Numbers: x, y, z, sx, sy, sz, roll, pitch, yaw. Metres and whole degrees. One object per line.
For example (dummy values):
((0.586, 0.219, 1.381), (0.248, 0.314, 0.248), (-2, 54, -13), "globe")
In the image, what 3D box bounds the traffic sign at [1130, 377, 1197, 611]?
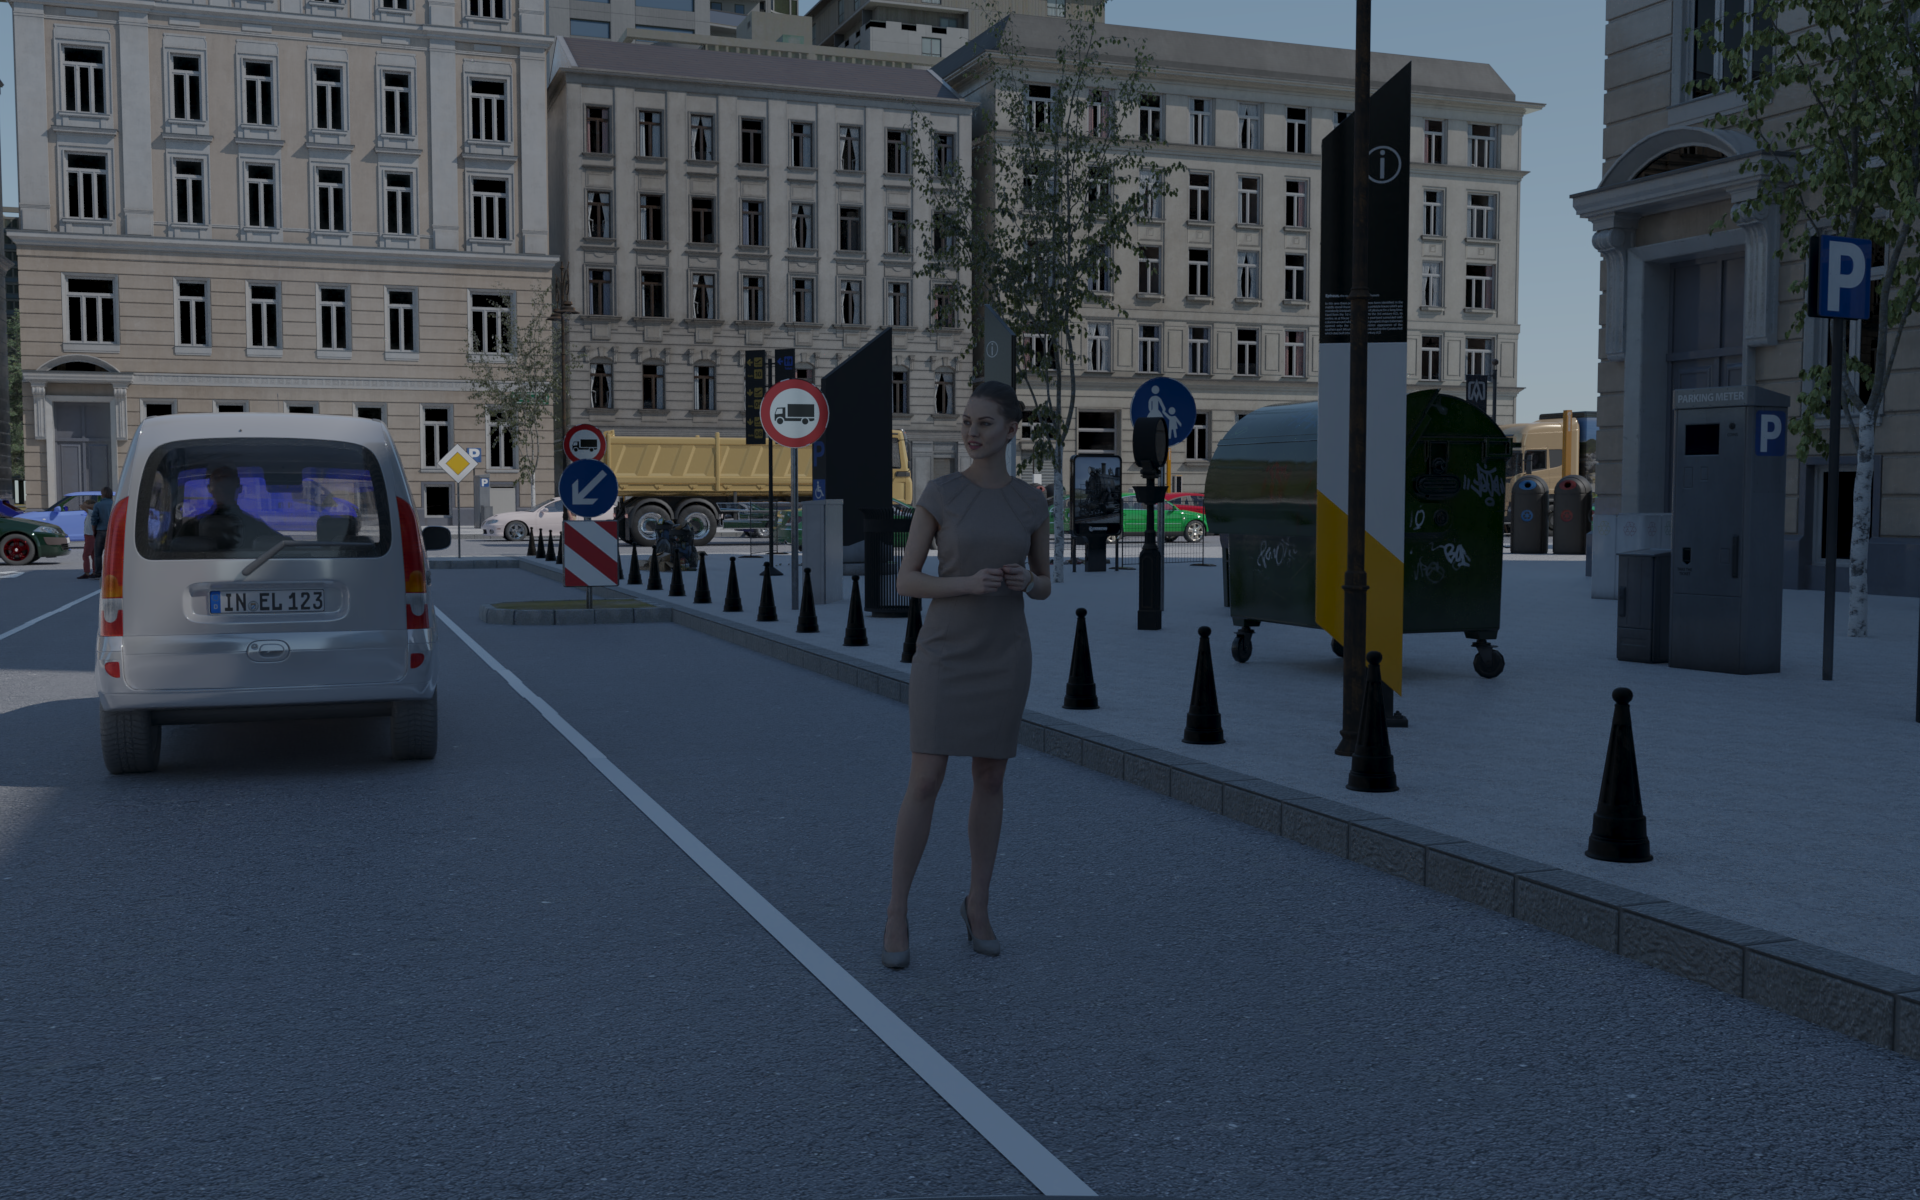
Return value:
((2.198, -1.150, 18.907), (0.768, 2.556, 0.104), (-1, 4, -14), "traffic sign")

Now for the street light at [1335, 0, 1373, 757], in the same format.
((1.939, -2.176, 8.361), (0.468, 5.910, 1.993), (-1, 4, -21), "street light")

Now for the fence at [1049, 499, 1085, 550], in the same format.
((1.769, -1.593, 37.256), (2.264, 1.192, 0.480), (0, 4, -4), "fence")

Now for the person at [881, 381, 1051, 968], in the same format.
((0.031, 0.212, 5.381), (0.599, 1.781, 0.374), (-1, 4, -15), "person")

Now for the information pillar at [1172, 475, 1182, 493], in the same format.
((8.507, -3.881, 67.948), (0.304, 2.012, 0.304), (-2, 4, -23), "information pillar")

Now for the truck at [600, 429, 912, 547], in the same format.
((-5.436, -3.263, 49.270), (9.791, 3.379, 3.469), (-1, 4, -21), "truck")

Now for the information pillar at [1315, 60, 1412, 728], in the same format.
((2.225, -1.111, 9.522), (0.504, 3.616, 0.183), (1, 4, 9), "information pillar")

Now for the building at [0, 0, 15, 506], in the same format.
((-50.072, -16.327, 64.211), (25.104, 27.353, 12.463), (-1, 4, -21), "building")

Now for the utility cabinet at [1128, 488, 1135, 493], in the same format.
((6.939, -3.484, 65.648), (1.173, 1.500, 0.318), (-2, 4, -33), "utility cabinet")

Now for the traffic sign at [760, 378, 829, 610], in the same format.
((-1.828, -1.165, 19.151), (0.768, 2.556, 0.104), (-1, 4, -12), "traffic sign")

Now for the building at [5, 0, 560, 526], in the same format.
((-27.834, -17.538, 72.643), (20.117, 28.700, 13.634), (-1, 4, -21), "building")

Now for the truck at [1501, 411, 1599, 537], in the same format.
((22.782, -4.366, 60.305), (11.283, 4.237, 2.839), (-1, 4, -19), "truck")

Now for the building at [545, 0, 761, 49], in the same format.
((-30.347, -38.172, 166.111), (21.231, 58.520, 28.212), (-1, 4, -21), "building")

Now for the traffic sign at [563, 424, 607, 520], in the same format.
((-6.795, -1.916, 31.435), (0.768, 2.556, 0.104), (-1, 4, -11), "traffic sign")

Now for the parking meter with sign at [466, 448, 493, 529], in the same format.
((-17.866, -4.182, 64.639), (0.543, 3.016, 1.738), (-2, 4, -33), "parking meter with sign")

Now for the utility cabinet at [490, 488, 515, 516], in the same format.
((-17.576, -3.509, 66.056), (1.173, 1.500, 0.318), (-1, 4, -19), "utility cabinet")

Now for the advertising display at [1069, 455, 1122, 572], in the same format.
((2.240, -1.428, 28.569), (0.974, 1.923, 0.123), (-2, 4, -30), "advertising display")

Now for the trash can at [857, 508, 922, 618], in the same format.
((-0.700, -0.396, 18.133), (0.748, 1.137, 0.748), (0, 3, 0), "trash can")

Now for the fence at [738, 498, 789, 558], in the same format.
((-4.050, -1.507, 35.839), (0.480, 1.192, 2.264), (1, 4, 8), "fence")

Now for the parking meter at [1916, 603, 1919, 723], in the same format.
((5.555, -0.075, 9.638), (0.372, 1.533, 0.369), (0, 3, 0), "parking meter")

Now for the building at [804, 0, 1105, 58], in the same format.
((-2.863, -35.878, 175.845), (27.495, 52.752, 28.713), (-1, 4, -21), "building")

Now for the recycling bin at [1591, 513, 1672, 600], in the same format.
((8.228, -0.526, 21.150), (0.722, 1.027, 0.722), (-2, 4, -35), "recycling bin")

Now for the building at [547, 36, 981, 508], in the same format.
((-9.347, -14.011, 78.228), (18.267, 20.994, 9.793), (-1, 4, -21), "building")

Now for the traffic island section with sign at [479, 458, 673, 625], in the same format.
((-4.488, -0.692, 19.948), (1.989, 1.847, 2.006), (-1, 4, -21), "traffic island section with sign")

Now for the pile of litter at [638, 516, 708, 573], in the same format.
((-4.926, -0.926, 29.105), (1.176, 0.858, 1.719), (1, 4, 10), "pile of litter")

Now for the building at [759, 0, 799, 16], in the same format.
((-32.938, -49.295, 244.221), (20.611, 71.187, 20.563), (-1, 4, -21), "building")

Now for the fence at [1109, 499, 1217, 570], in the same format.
((3.545, -1.157, 30.121), (2.264, 1.192, 0.480), (-3, 5, -41), "fence")

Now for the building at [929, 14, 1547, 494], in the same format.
((12.338, -15.649, 89.139), (30.059, 22.955, 16.112), (-1, 4, -21), "building")

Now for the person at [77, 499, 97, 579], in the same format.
((-14.806, -1.040, 29.406), (0.340, 1.345, 0.435), (-1, 4, -19), "person")

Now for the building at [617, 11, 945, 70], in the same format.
((-17.079, -27.641, 143.810), (32.217, 40.220, 23.993), (-1, 4, -21), "building")

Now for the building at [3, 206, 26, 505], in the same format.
((-109.517, -32.487, 223.051), (23.993, 40.220, 32.217), (-1, 4, -21), "building")

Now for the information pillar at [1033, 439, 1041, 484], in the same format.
((3.184, -4.897, 71.419), (0.183, 3.616, 0.504), (3, 5, 42), "information pillar")

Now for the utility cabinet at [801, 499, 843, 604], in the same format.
((-1.639, -0.578, 20.610), (0.306, 1.237, 1.020), (0, 4, 8), "utility cabinet")

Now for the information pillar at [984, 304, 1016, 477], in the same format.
((0.483, -1.833, 21.319), (0.183, 3.616, 0.504), (-3, 5, -44), "information pillar")

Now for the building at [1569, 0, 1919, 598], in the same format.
((18.993, -14.271, 19.240), (13.634, 28.700, 20.117), (-1, 4, -21), "building")

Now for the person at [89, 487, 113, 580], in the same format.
((-14.253, -1.108, 28.832), (0.499, 1.552, 0.429), (-2, 4, -27), "person")

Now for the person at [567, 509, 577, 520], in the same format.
((-9.077, -1.951, 40.531), (0.434, 1.807, 0.598), (0, 4, 3), "person")

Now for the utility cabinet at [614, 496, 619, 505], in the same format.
((-12.449, -3.080, 61.525), (0.306, 1.237, 1.020), (-2, 4, -32), "utility cabinet")

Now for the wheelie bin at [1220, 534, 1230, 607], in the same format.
((3.305, -0.711, 19.529), (0.693, 1.594, 0.980), (-1, 4, -16), "wheelie bin")

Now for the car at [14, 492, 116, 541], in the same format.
((-23.314, -2.223, 45.939), (3.694, 1.707, 1.945), (-1, 4, -22), "car")

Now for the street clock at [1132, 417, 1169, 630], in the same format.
((1.795, -0.720, 16.338), (0.358, 2.002, 0.471), (1, 4, 22), "street clock")

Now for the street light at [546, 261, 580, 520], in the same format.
((-7.901, -3.777, 34.546), (0.468, 5.910, 1.993), (-1, 4, -21), "street light")

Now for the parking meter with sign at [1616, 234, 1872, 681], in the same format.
((5.587, -0.998, 12.571), (0.543, 3.016, 1.738), (-2, 4, -28), "parking meter with sign")

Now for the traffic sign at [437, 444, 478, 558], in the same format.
((-9.996, -1.888, 34.514), (0.795, 2.450, 0.064), (-1, 4, -21), "traffic sign")
